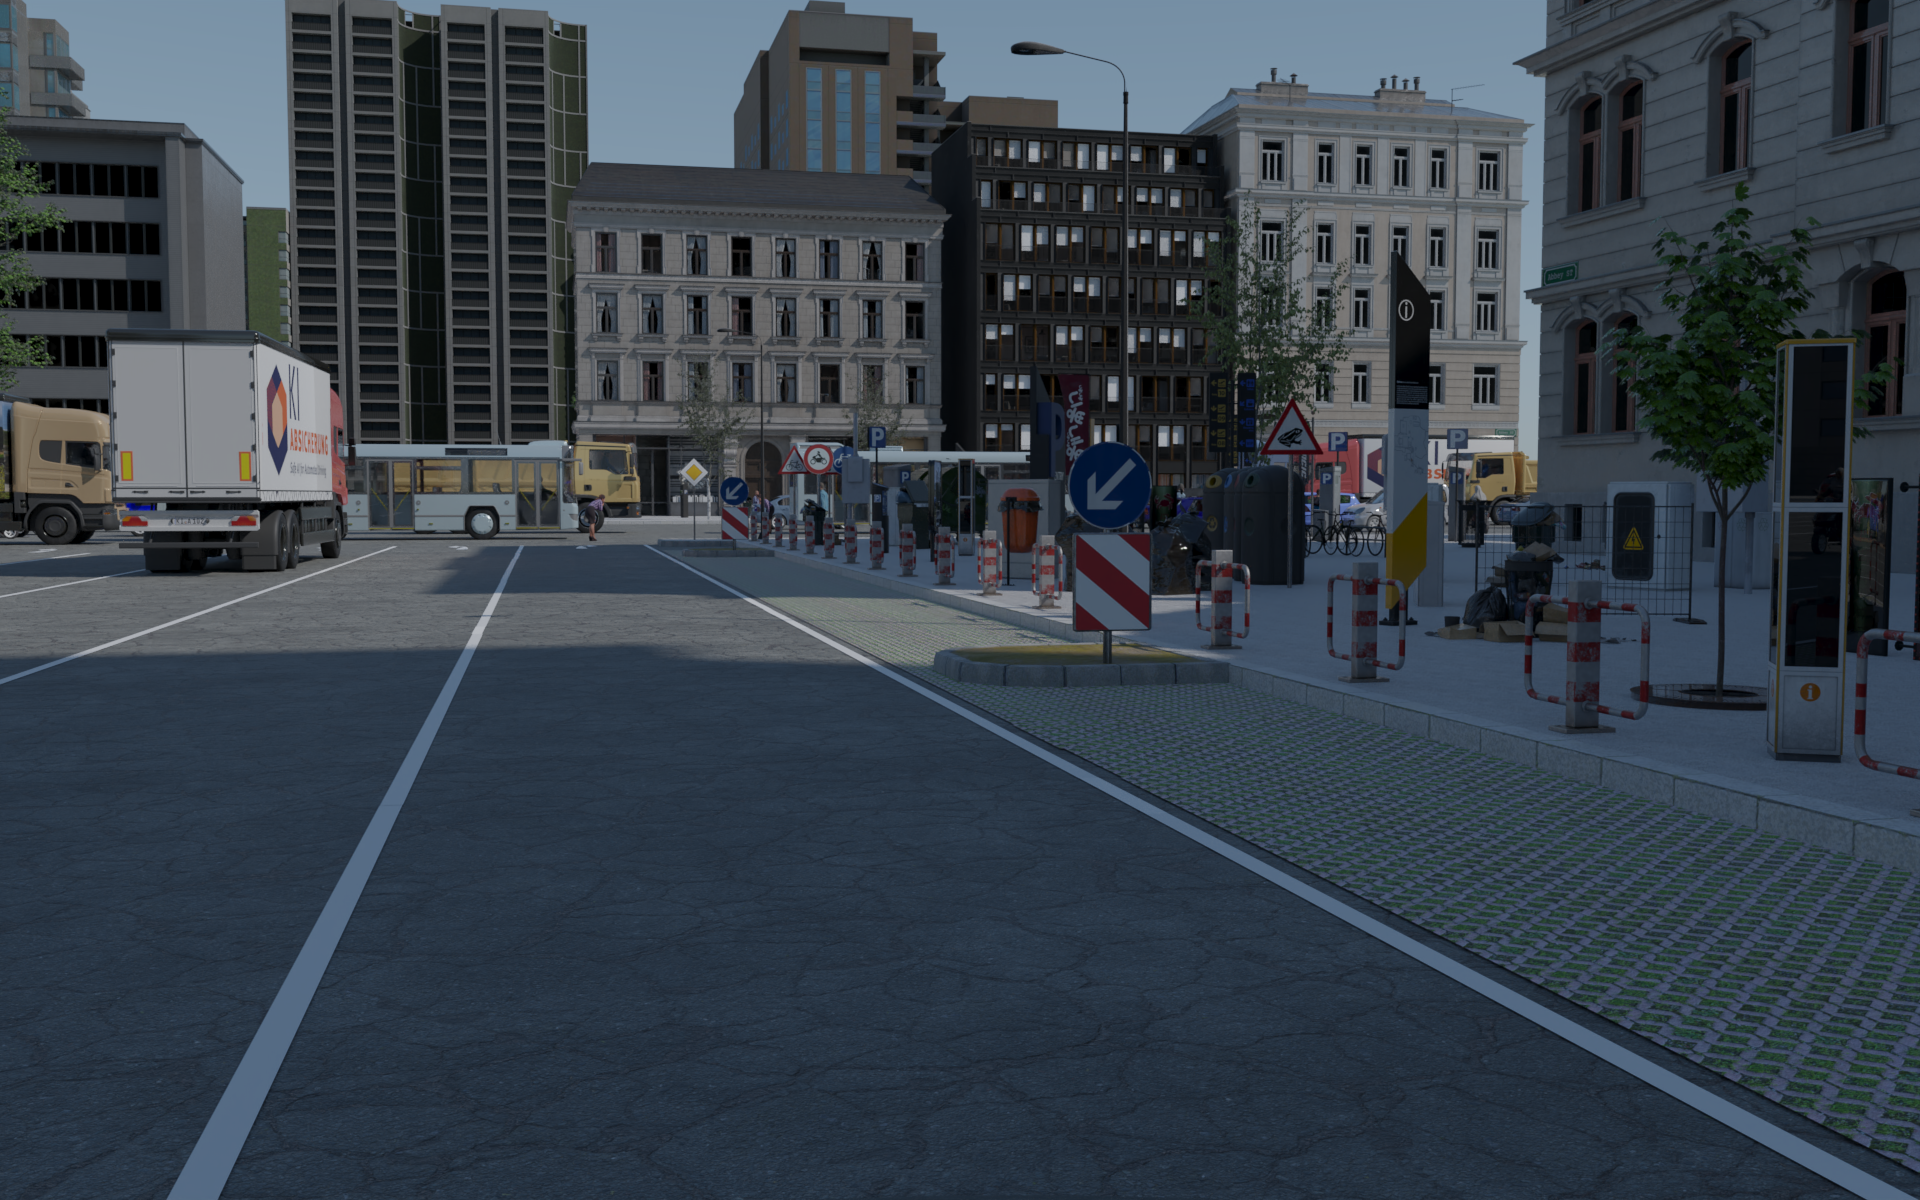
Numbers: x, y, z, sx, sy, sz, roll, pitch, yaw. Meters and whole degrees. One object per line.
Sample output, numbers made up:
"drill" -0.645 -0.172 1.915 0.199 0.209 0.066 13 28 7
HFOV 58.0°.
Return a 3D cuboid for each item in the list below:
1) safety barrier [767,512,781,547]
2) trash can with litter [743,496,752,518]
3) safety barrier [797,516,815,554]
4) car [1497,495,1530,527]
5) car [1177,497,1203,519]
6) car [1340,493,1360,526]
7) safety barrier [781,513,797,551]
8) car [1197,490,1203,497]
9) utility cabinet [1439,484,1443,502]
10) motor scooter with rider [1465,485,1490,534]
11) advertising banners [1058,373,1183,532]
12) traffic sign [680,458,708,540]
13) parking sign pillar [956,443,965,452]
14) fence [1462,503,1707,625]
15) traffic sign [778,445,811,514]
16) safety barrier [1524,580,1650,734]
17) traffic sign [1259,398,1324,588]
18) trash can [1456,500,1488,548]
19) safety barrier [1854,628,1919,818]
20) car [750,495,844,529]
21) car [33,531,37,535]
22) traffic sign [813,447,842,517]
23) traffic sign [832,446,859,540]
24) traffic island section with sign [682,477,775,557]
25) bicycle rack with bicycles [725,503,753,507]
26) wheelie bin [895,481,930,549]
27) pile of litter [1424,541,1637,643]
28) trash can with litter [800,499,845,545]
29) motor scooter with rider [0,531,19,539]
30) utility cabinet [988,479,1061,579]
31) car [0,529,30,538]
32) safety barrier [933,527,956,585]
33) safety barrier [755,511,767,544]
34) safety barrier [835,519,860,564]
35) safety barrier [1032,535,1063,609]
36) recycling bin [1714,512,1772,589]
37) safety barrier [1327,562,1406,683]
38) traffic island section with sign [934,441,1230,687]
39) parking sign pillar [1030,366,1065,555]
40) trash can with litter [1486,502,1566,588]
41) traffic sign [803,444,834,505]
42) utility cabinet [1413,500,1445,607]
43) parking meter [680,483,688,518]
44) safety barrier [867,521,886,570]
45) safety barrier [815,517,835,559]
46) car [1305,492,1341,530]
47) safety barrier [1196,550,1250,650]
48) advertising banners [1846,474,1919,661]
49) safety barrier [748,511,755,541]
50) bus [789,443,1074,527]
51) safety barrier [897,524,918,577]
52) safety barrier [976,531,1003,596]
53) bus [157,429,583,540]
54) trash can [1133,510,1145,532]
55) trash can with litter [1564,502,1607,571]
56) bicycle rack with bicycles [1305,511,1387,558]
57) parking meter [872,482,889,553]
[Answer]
"safety barrier" -4.393 -1.692 41.943 0.300 0.817 1.120 -1 4 -13
"trash can with litter" -11.416 -4.959 92.464 0.624 1.170 1.055 -1 4 -9
"safety barrier" -3.198 -1.386 36.931 0.300 0.817 1.120 -1 4 -13
"car" 25.064 -3.753 73.367 4.499 1.417 2.014 -1 4 -14
"car" 8.149 -2.604 55.159 3.894 1.354 1.945 -1 4 -14
"car" 15.365 -3.936 73.937 3.694 1.707 1.945 -1 4 -14
"safety barrier" -3.800 -1.539 39.441 0.300 0.817 1.120 -1 4 -13
"car" 12.351 -4.164 77.865 4.222 1.686 2.009 -1 4 -12
"utility cabinet" 10.318 -1.852 38.955 0.318 1.500 1.173 -2 4 -28
"motor scooter with rider" 17.944 -3.140 60.301 0.876 1.779 1.986 -1 4 -12
"advertising banners" 2.364 -1.792 25.491 2.074 3.025 0.090 -1 4 -23
"traffic sign" -7.435 -2.740 48.443 0.795 2.450 0.064 -1 4 -13
"parking sign pillar" 0.102 -6.276 91.086 1.447 3.967 1.447 -3 4 -37
"fence" 6.228 -0.373 17.301 2.264 1.192 0.480 0 4 4
"traffic sign" -4.420 -2.828 46.234 0.884 2.594 0.081 -1 4 -10
"safety barrier" 3.363 0.302 9.340 0.300 0.817 1.120 -1 4 -13
"traffic sign" 4.493 -1.440 23.551 0.884 2.594 0.081 0 4 -5
"trash can" 12.280 -1.830 41.573 0.748 1.137 0.748 0 3 0
"safety barrier" 3.953 0.455 6.837 0.300 0.817 1.120 -1 4 -13
"car" -6.296 -3.582 70.571 4.499 1.417 2.014 -1 4 -15
"car" -33.277 -3.131 60.777 3.694 1.707 1.945 -1 4 -14
"traffic sign" -3.592 -2.909 47.571 0.884 2.594 0.081 -1 4 -12
"traffic sign" -3.044 -2.810 46.055 0.768 2.556 0.104 0 4 -6
"traffic island section with sign" -5.391 -1.917 39.979 1.989 1.847 2.006 -1 4 -13
"bicycle rack with bicycles" -11.999 -5.101 96.782 2.852 0.926 2.925 -1 4 -18
"wheelie bin" -1.091 -1.988 40.419 0.980 1.594 0.693 -3 5 -43
"pile of litter" 5.041 -0.082 15.307 1.719 0.858 1.176 3 4 39
"trash can with litter" -3.443 -1.959 43.411 1.055 1.170 0.624 -2 4 -24
"motor scooter with rider" -30.966 -2.825 55.157 1.986 1.779 0.876 -1 4 -12
"utility cabinet" 0.973 -1.070 26.170 1.173 1.500 0.318 3 5 41
"car" -32.639 -2.882 56.901 4.222 1.686 2.009 -1 4 -14
"safety barrier" -0.219 -0.619 24.398 0.300 0.817 1.120 -1 4 -13
"safety barrier" -4.989 -1.845 44.445 0.300 0.817 1.120 -1 4 -13
"safety barrier" -2.010 -1.079 31.921 0.300 0.817 1.120 -1 4 -13
"safety barrier" 0.971 -0.313 19.385 0.300 0.817 1.120 -1 4 -13
"recycling bin" 10.850 -0.681 23.687 0.722 1.027 0.722 -1 4 -19
"safety barrier" 2.767 0.149 11.842 0.300 0.817 1.120 -1 4 -13
"traffic island section with sign" 0.853 -0.314 13.754 1.989 1.847 2.006 -1 4 -13
"parking sign pillar" 1.886 -2.977 37.153 1.447 3.967 1.447 1 4 20
"trash can with litter" 7.821 -0.769 23.967 1.055 1.170 0.624 -2 4 -34
"traffic sign" -3.586 -2.682 43.958 0.768 2.556 0.104 0 4 -5
"utility cabinet" 5.466 -0.551 20.172 0.306 1.237 1.020 1 4 12
"parking meter" -14.895 -5.372 93.543 0.255 1.863 0.399 3 5 43
"safety barrier" -1.414 -0.926 29.410 0.300 0.817 1.120 -1 4 -13
"safety barrier" -2.605 -1.232 34.423 0.300 0.817 1.120 -1 4 -13
"car" 13.246 -3.515 67.054 1.945 1.707 3.694 -1 4 -15
"safety barrier" 2.169 -0.005 14.355 0.300 0.817 1.120 -1 4 -13
"advertising banners" 7.439 -1.034 13.096 0.090 3.025 2.074 -1 4 -15
"safety barrier" -5.586 -1.999 46.951 0.300 0.817 1.120 -1 4 -13
"bus" 0.429 -4.235 64.103 13.247 3.499 2.948 -1 4 -12
"safety barrier" -0.815 -0.773 26.909 0.300 0.817 1.120 -1 4 -13
"safety barrier" 0.373 -0.466 21.895 0.300 0.817 1.120 -1 4 -13
"bus" -17.913 -3.648 54.499 13.247 3.499 2.948 -1 4 -12
"trash can" 3.959 -1.734 39.997 0.748 1.137 0.748 0 3 0
"trash can with litter" 11.199 -1.141 29.710 1.678 1.210 2.233 0 4 4
"bicycle rack with bicycles" 7.625 -1.370 35.782 2.852 0.926 2.925 -1 4 -12
"parking meter" -1.728 -1.783 37.566 0.372 1.533 0.369 0 3 0
